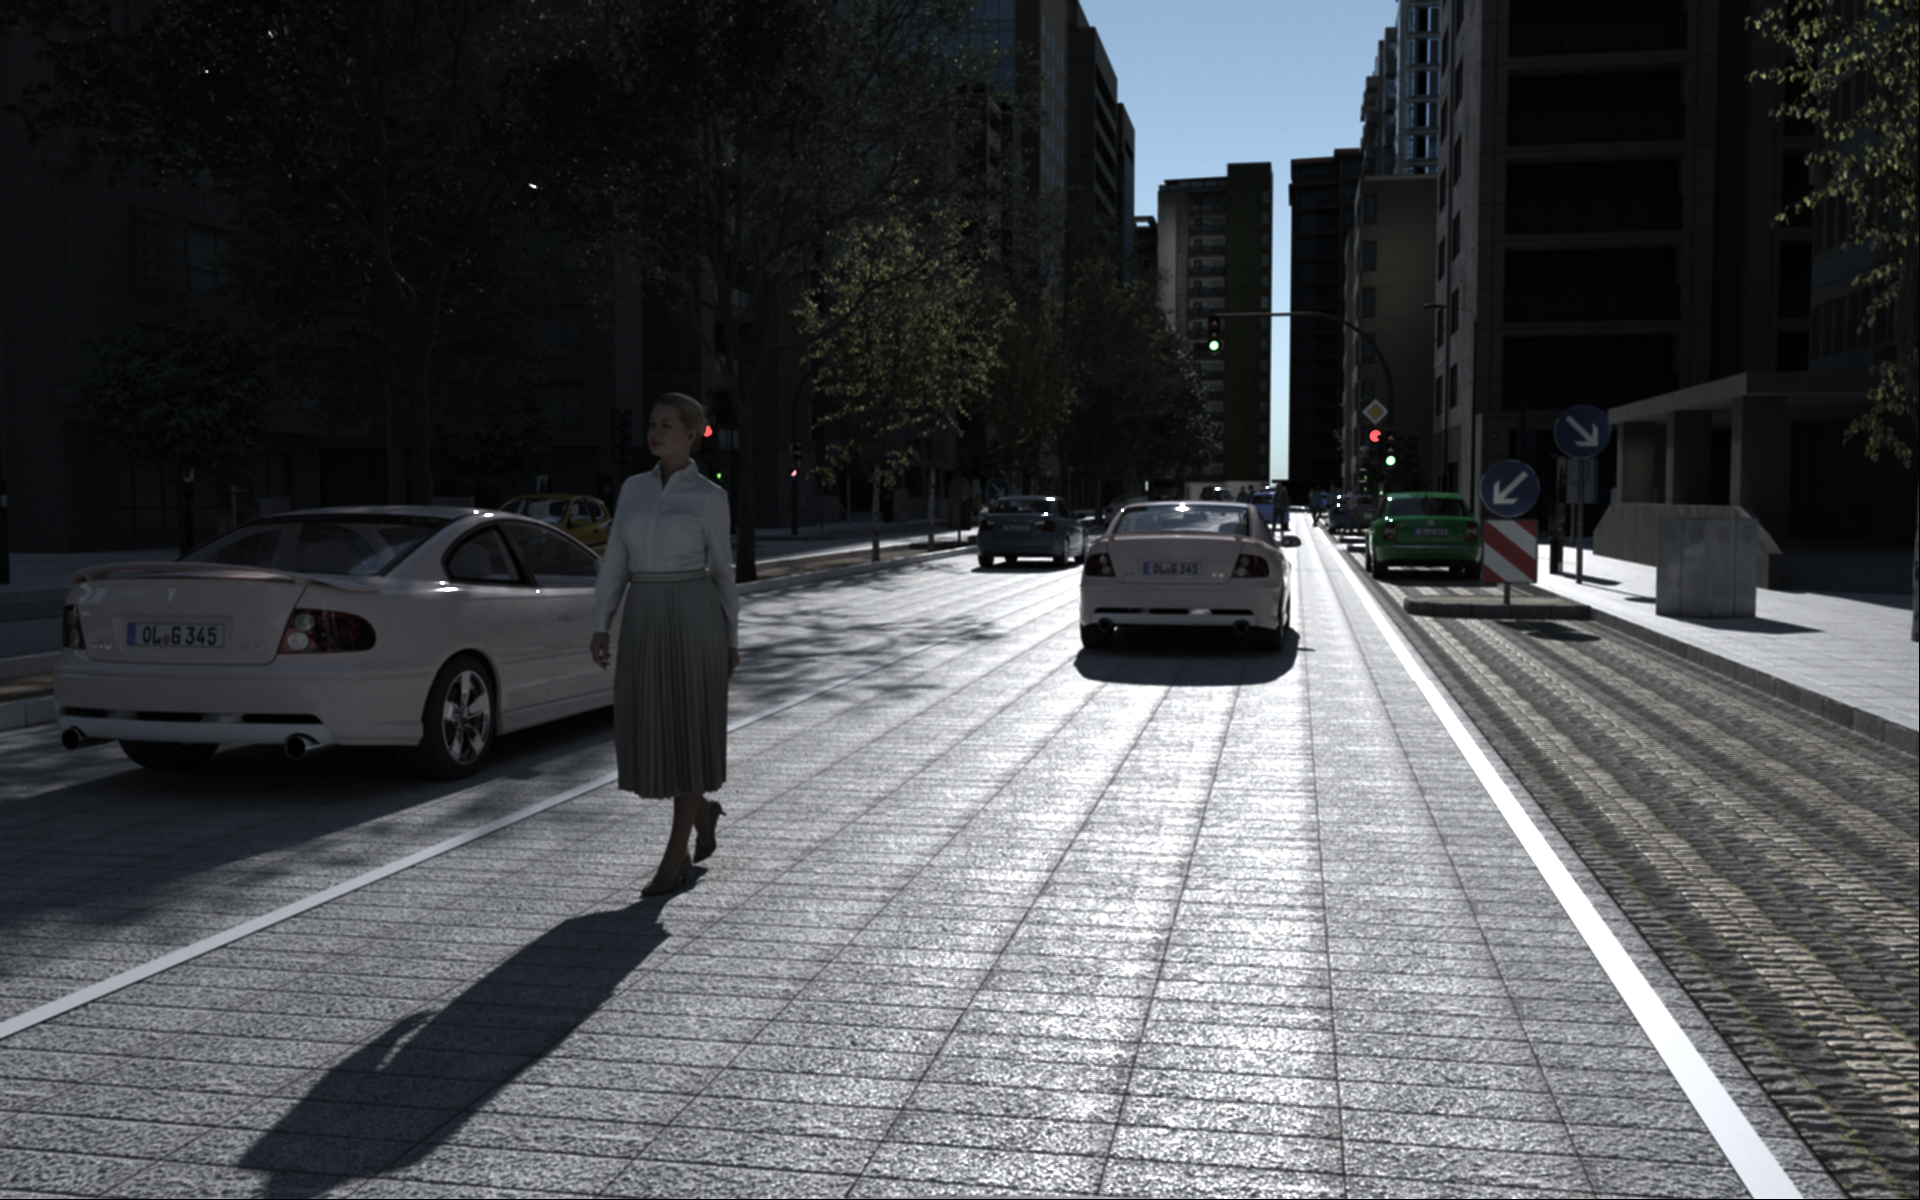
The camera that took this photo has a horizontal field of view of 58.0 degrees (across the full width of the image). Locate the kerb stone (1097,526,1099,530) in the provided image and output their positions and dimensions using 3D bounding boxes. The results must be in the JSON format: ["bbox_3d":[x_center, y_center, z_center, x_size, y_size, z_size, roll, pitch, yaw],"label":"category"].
[{"bbox_3d":[5.261,-2.802,68.078,0.120,0.150,1.000,1,4,11],"label":"kerb stone"}]

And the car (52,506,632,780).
[{"bbox_3d":[-3.078,0.132,10.200,2.083,1.381,4.827,1,4,13],"label":"car"}]

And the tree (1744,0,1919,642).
[{"bbox_3d":[8.610,-3.946,14.877,4.360,8.622,3.978,0,3,0],"label":"tree"}]

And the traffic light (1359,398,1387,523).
[{"bbox_3d":[12.176,-3.793,50.943,0.839,4.253,0.868,1,4,11],"label":"traffic light"}]

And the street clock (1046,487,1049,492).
[{"bbox_3d":[6.175,-7.178,121.924,0.471,2.002,0.358,-2,4,-33],"label":"street clock"}]

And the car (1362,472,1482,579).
[{"bbox_3d":[8.104,-1.326,30.476,1.959,1.807,4.718,1,4,11],"label":"car"}]

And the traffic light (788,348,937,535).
[{"bbox_3d":[-3.100,-4.846,53.898,4.771,5.953,1.251,1,4,11],"label":"traffic light"}]

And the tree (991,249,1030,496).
[{"bbox_3d":[-0.669,-5.447,41.883,4.360,8.622,3.978,0,3,0],"label":"tree"}]

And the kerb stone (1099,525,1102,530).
[{"bbox_3d":[5.458,-2.865,69.081,0.120,0.150,1.000,1,4,11],"label":"kerb stone"}]

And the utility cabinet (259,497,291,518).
[{"bbox_3d":[-13.680,-1.434,34.610,0.306,1.237,1.020,0,4,-3],"label":"utility cabinet"}]

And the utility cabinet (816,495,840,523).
[{"bbox_3d":[-5.885,-4.031,77.067,1.020,1.237,0.306,-2,4,-24],"label":"utility cabinet"}]

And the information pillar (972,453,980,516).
[{"bbox_3d":[0.914,-6.620,99.595,0.504,3.616,0.183,3,5,44],"label":"information pillar"}]

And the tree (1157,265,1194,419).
[{"bbox_3d":[3.983,-9.440,67.163,12.009,13.543,11.850,0,3,0],"label":"tree"}]

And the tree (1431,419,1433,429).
[{"bbox_3d":[27.093,-8.622,91.330,4.360,8.622,3.978,0,3,0],"label":"tree"}]

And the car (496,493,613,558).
[{"bbox_3d":[-7.334,-1.240,30.495,2.015,1.641,3.980,1,4,9],"label":"car"}]

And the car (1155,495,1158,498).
[{"bbox_3d":[19.291,-9.296,164.350,2.083,1.381,4.827,1,4,12],"label":"car"}]

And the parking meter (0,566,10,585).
[{"bbox_3d":[-13.720,-0.989,24.578,0.372,1.533,0.369,0,3,0],"label":"parking meter"}]

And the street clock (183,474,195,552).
[{"bbox_3d":[-17.226,-2.082,38.619,0.471,2.002,0.358,-3,5,-41],"label":"street clock"}]

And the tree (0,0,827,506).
[{"bbox_3d":[-5.170,-4.904,17.054,8.767,10.594,7.601,1,4,11],"label":"tree"}]

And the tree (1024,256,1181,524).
[{"bbox_3d":[6.514,-9.861,81.815,7.486,12.596,7.792,0,3,0],"label":"tree"}]

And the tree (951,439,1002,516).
[{"bbox_3d":[1.028,-7.317,103.346,4.285,4.588,4.351,0,3,0],"label":"tree"}]

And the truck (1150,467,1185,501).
[{"bbox_3d":[21.116,-11.410,175.463,2.839,4.237,11.283,1,4,12],"label":"truck"}]

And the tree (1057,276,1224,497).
[{"bbox_3d":[8.498,-10.444,90.221,9.611,12.733,9.660,0,3,0],"label":"tree"}]

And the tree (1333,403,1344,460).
[{"bbox_3d":[29.778,-10.898,128.543,4.360,8.622,3.978,0,3,0],"label":"tree"}]

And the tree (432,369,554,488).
[{"bbox_3d":[-12.218,-3.787,45.633,4.285,4.588,4.351,0,3,0],"label":"tree"}]

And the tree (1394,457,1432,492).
[{"bbox_3d":[20.777,-5.219,79.928,1.663,3.219,1.824,0,3,0],"label":"tree"}]

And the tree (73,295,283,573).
[{"bbox_3d":[-12.957,-2.764,28.908,4.285,4.588,4.351,0,3,0],"label":"tree"}]

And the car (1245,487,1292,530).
[{"bbox_3d":[12.461,-3.703,70.128,1.945,1.707,3.694,1,4,11],"label":"car"}]

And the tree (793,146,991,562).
[{"bbox_3d":[-1.742,-5.112,36.394,4.360,8.622,3.978,0,3,0],"label":"tree"}]

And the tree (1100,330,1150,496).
[{"bbox_3d":[6.081,-7.528,75.897,4.360,8.622,3.978,0,3,0],"label":"tree"}]

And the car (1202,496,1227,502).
[{"bbox_3d":[17.204,-6.442,117.912,1.945,1.354,3.894,1,4,9],"label":"car"}]

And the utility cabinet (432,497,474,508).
[{"bbox_3d":[-10.939,-1.585,37.070,1.020,1.237,0.306,0,4,4],"label":"utility cabinet"}]

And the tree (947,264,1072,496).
[{"bbox_3d":[1.534,-6.184,53.930,4.737,8.622,4.395,0,3,0],"label":"tree"}]

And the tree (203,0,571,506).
[{"bbox_3d":[-12.267,-7.218,36.143,7.486,12.596,7.792,0,3,0],"label":"tree"}]

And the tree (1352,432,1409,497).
[{"bbox_3d":[21.712,-6.433,88.890,4.285,4.588,4.351,0,3,0],"label":"tree"}]

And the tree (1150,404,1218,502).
[{"bbox_3d":[12.727,-10.795,113.370,8.767,10.594,7.601,1,4,11],"label":"tree"}]

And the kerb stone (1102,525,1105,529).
[{"bbox_3d":[5.653,-2.929,70.091,0.120,0.150,1.000,1,4,11],"label":"kerb stone"}]

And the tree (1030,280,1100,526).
[{"bbox_3d":[2.469,-6.505,59.182,4.360,8.622,3.978,0,3,0],"label":"tree"}]

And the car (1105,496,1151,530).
[{"bbox_3d":[6.893,-3.484,69.329,2.083,1.381,4.827,1,4,12],"label":"car"}]

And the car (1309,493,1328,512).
[{"bbox_3d":[28.451,-7.750,136.302,1.945,1.707,3.694,1,4,9],"label":"car"}]

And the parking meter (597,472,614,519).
[{"bbox_3d":[-9.618,-2.526,47.019,0.399,1.863,0.255,-3,4,-38],"label":"parking meter"}]

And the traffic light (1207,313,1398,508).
[{"bbox_3d":[8.593,-4.201,43.356,4.771,5.953,1.251,1,4,11],"label":"traffic light"}]

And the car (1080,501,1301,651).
[{"bbox_3d":[2.333,-0.302,17.297,2.083,1.381,4.827,1,4,12],"label":"car"}]

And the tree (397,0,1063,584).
[{"bbox_3d":[-3.391,-6.981,26.960,12.009,13.543,11.850,0,3,0],"label":"tree"}]

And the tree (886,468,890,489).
[{"bbox_3d":[-4.470,-6.710,104.303,1.663,3.219,1.824,0,3,0],"label":"tree"}]

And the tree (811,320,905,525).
[{"bbox_3d":[-4.482,-7.466,72.426,4.737,8.622,4.395,0,3,0],"label":"tree"}]

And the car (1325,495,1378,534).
[{"bbox_3d":[14.270,-3.110,62.850,2.014,1.417,4.499,1,4,11],"label":"car"}]

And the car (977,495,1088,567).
[{"bbox_3d":[1.505,-1.421,35.235,2.014,1.417,4.499,1,4,12],"label":"car"}]

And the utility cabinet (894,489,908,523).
[{"bbox_3d":[-2.623,-4.192,77.214,0.318,1.500,1.173,1,4,16],"label":"utility cabinet"}]

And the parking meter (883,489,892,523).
[{"bbox_3d":[-3.238,-4.205,77.158,0.372,1.533,0.369,0,3,0],"label":"parking meter"}]

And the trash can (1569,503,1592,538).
[{"bbox_3d":[18.262,-2.405,50.976,0.748,1.137,0.748,0,3,0],"label":"trash can"}]

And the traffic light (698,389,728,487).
[{"bbox_3d":[-6.682,-3.517,46.418,0.839,4.253,0.868,1,4,11],"label":"traffic light"}]

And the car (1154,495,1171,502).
[{"bbox_3d":[18.443,-8.838,157.082,1.945,1.354,3.894,1,4,12],"label":"car"}]

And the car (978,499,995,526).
[{"bbox_3d":[1.942,-3.569,70.718,2.083,1.381,4.827,1,4,10],"label":"car"}]

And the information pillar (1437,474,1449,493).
[{"bbox_3d":[17.433,-3.553,62.580,0.304,2.012,0.304,-1,4,-13],"label":"information pillar"}]
